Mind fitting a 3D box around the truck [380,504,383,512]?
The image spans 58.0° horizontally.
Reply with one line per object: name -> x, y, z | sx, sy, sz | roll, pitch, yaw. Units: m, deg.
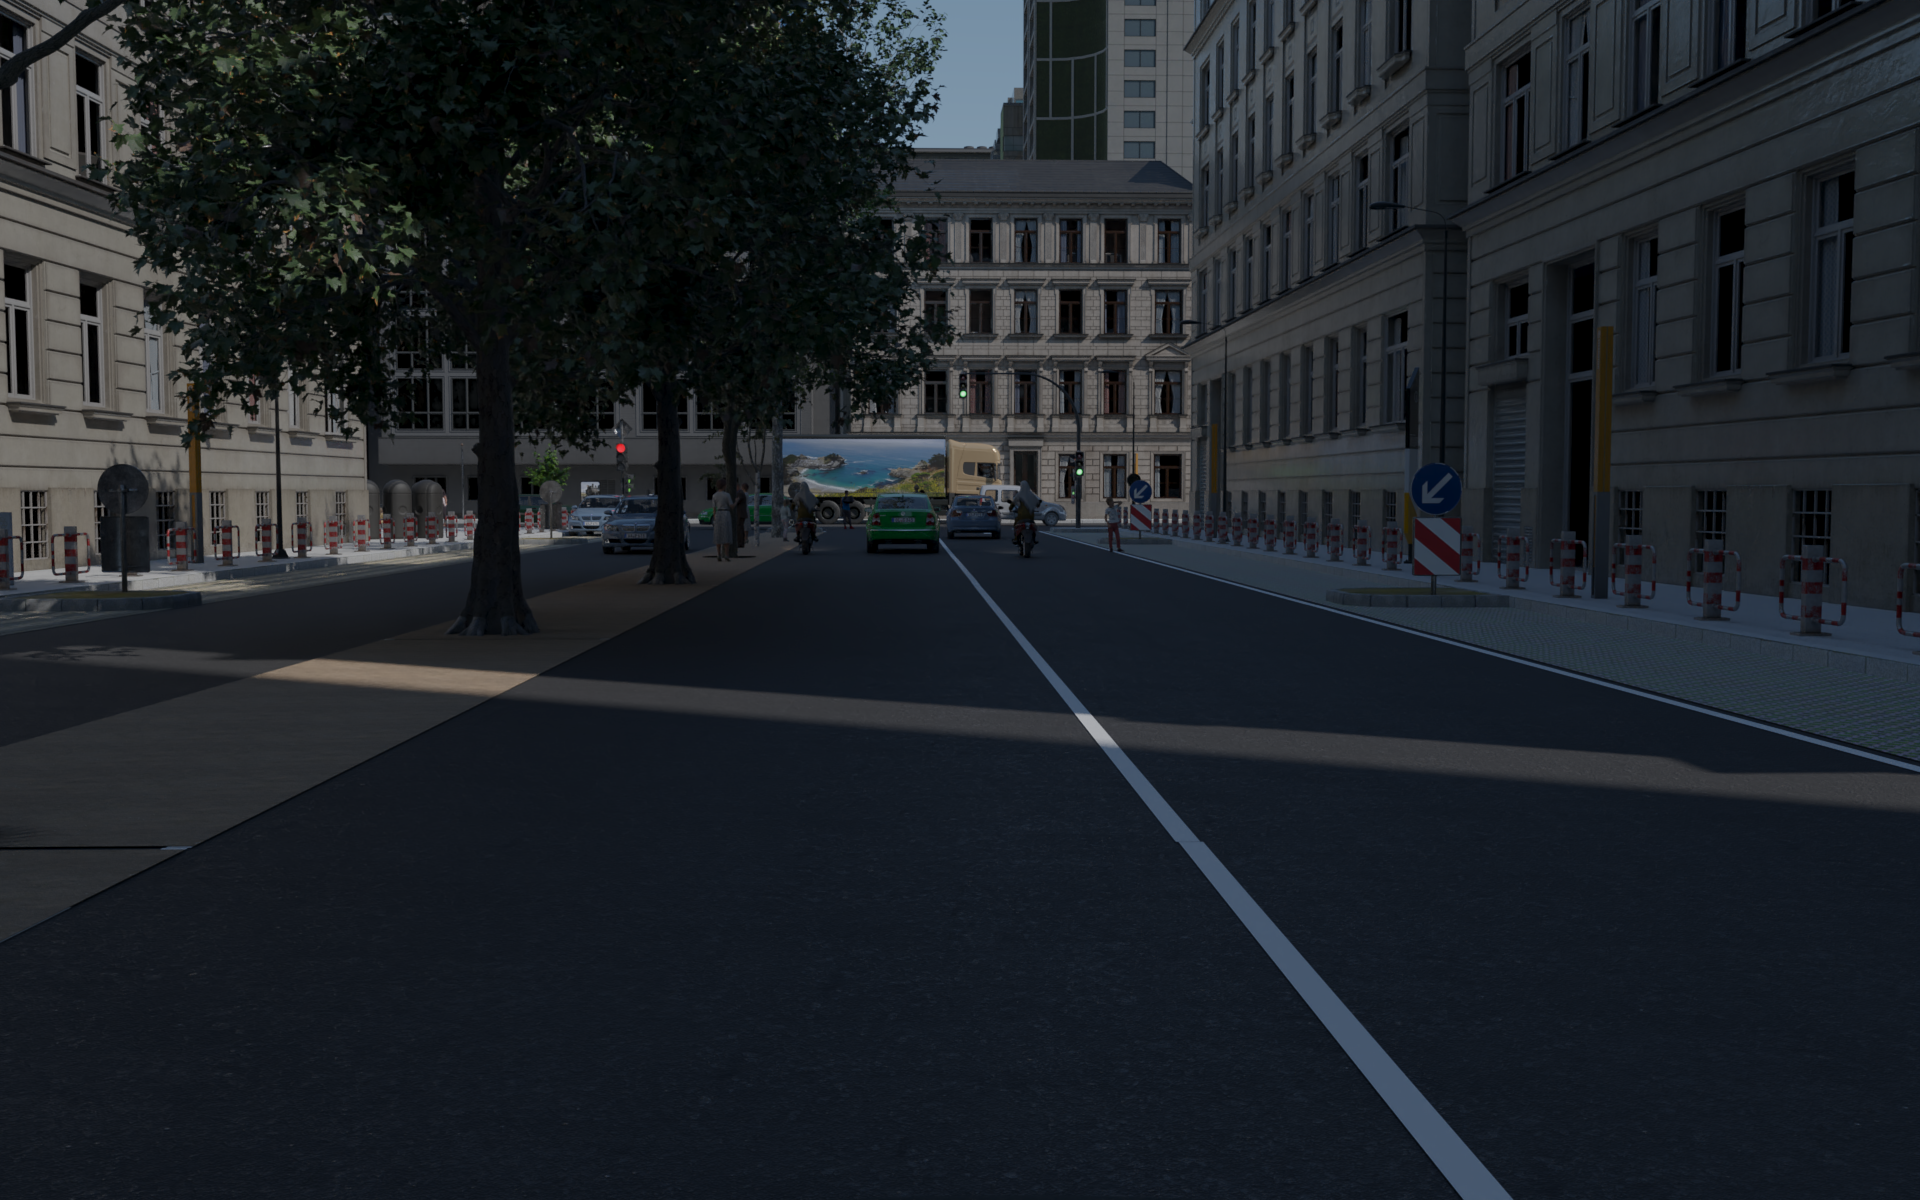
truck -> -34.299, -5.401, 78.069 | 18.799, 4.110, 2.967 | 0, 4, 0

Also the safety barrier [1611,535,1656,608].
safety barrier -> 7.587, -0.321, 19.517 | 0.300, 0.817, 1.120 | 0, 4, -2

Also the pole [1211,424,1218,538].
pole -> 7.415, -3.462, 50.440 | 0.158, 3.312, 0.155 | 0, 3, 0

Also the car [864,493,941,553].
car -> -1.437, -2.120, 43.452 | 1.959, 1.807, 4.718 | 0, 4, -2

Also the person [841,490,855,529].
person -> -4.574, -3.705, 70.950 | 0.647, 1.594, 0.662 | 1, 4, 17

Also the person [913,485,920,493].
person -> -1.532, -3.262, 62.257 | 0.576, 1.772, 0.534 | -1, 4, -15

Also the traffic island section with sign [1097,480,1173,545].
traffic island section with sign -> 4.978, -2.517, 49.777 | 1.989, 1.847, 2.006 | 0, 4, -2

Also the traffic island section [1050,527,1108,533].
traffic island section -> 4.455, -2.619, 65.108 | 2.009, 0.180, 2.903 | 0, 4, -2

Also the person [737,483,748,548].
person -> -5.928, -2.247, 45.929 | 0.600, 1.739, 0.565 | -3, 4, -38

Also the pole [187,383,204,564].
pole -> -14.112, -2.331, 31.961 | 0.158, 3.312, 0.155 | 0, 3, 0

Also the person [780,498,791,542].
person -> -5.215, -2.395, 51.944 | 0.425, 1.301, 0.394 | 2, 4, 28

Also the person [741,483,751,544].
person -> -6.228, -2.470, 49.461 | 0.524, 1.755, 0.480 | 0, 4, 3

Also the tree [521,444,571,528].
tree -> -15.365, -4.314, 65.139 | 1.663, 3.219, 1.824 | 0, 3, 0

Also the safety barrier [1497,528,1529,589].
safety barrier -> 7.457, -0.555, 23.353 | 0.300, 0.817, 1.120 | 0, 4, -2

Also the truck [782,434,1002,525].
truck -> -2.986, -5.730, 82.594 | 11.283, 4.237, 2.839 | 0, 4, -3

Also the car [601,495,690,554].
car -> -7.757, -1.900, 43.074 | 2.014, 1.417, 4.499 | 0, 4, -2

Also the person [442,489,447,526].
person -> -22.952, -4.071, 76.525 | 0.593, 1.643, 0.415 | 0, 4, -3

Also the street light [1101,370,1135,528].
street light -> 5.973, -5.657, 65.032 | 1.470, 5.913, 1.316 | 0, 4, -2

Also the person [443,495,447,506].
person -> -21.709, -3.710, 72.342 | 0.628, 1.438, 0.799 | -1, 4, -22

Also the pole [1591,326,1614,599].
pole -> 7.855, -1.672, 21.179 | 0.158, 3.312, 0.155 | 0, 3, 0

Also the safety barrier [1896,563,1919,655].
safety barrier -> 7.778, 0.031, 13.766 | 0.300, 0.817, 1.120 | 0, 4, -2

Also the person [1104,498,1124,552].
person -> 3.835, -1.868, 42.952 | 0.435, 1.345, 0.340 | -2, 4, -27

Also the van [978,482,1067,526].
van -> 2.793, -4.367, 78.413 | 4.112, 2.044, 2.013 | 0, 4, -2

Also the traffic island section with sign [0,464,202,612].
traffic island section with sign -> -10.817, -0.814, 21.940 | 1.989, 1.847, 2.006 | 0, 4, -2

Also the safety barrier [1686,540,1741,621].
safety barrier -> 7.652, -0.203, 17.602 | 0.300, 0.817, 1.120 | 0, 4, -2

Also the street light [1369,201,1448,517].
street light -> 7.191, -3.373, 27.686 | 1.470, 5.913, 1.316 | 0, 4, -2

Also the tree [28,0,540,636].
tree -> -4.768, -6.001, 17.585 | 9.611, 12.733, 9.660 | 0, 3, 0

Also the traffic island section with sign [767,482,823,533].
traffic island section with sign -> -6.174, -3.477, 64.990 | 2.006, 1.907, 1.989 | 0, 4, -2

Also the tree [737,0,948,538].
tree -> -7.212, -12.148, 56.962 | 12.611, 20.169, 13.585 | 0, 3, 0

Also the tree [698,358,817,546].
tree -> -5.560, -5.772, 47.193 | 4.360, 8.622, 3.978 | 0, 3, 0

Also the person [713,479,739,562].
person -> -4.958, -1.685, 36.615 | 0.480, 1.755, 0.524 | 1, 4, 18

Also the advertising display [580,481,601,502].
advertising display -> -18.158, -4.889, 85.149 | 0.974, 1.923, 0.123 | 0, 4, -3

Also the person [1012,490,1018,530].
person -> 2.254, -3.625, 69.584 | 0.330, 1.601, 0.589 | -1, 4, -18

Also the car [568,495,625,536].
car -> -12.312, -2.929, 59.891 | 2.014, 1.417, 4.499 | 0, 4, -1

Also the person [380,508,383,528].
person -> -24.614, -3.491, 73.497 | 0.347, 0.859, 0.695 | -1, 4, -21

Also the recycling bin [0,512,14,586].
recycling bin -> -13.770, -0.714, 24.226 | 0.722, 1.027, 0.722 | 2, 4, 35

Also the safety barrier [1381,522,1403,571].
safety barrier -> 7.260, -0.907, 29.102 | 0.300, 0.817, 1.120 | 0, 4, -2

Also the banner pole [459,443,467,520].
banner pole -> -24.500, -5.831, 85.358 | 0.401, 3.779, 0.863 | -1, 4, -20

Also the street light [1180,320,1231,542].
street light -> 6.561, -4.515, 46.359 | 1.470, 5.913, 1.316 | 0, 4, -2

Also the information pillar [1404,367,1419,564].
information pillar -> 8.308, -2.477, 31.860 | 0.183, 3.616, 0.504 | 2, 4, 33

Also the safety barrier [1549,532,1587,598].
safety barrier -> 7.521, -0.438, 21.433 | 0.300, 0.817, 1.120 | 0, 4, -2

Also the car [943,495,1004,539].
car -> 0.440, -2.729, 56.623 | 2.014, 1.417, 4.499 | 0, 4, 0

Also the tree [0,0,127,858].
tree -> -4.184, -4.795, 6.607 | 9.928, 11.665, 9.643 | 0, 3, 0

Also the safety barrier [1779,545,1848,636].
safety barrier -> 7.716, -0.086, 15.686 | 0.300, 0.817, 1.120 | 0, 4, -2

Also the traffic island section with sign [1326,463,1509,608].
traffic island section with sign -> 5.889, -0.858, 22.664 | 1.989, 1.847, 2.006 | 0, 4, -2

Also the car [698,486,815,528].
car -> -8.257, -3.760, 70.267 | 4.718, 1.807, 1.959 | 0, 3, 0

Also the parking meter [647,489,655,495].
parking meter -> -15.421, -4.775, 86.490 | 0.372, 1.533, 0.369 | 0, 3, 0

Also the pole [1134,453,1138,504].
pole -> 8.804, -5.684, 86.781 | 0.158, 3.312, 0.155 | 0, 3, 0

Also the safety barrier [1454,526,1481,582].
safety barrier -> 7.392, -0.672, 25.269 | 0.300, 0.817, 1.120 | 0, 4, -2

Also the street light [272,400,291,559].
street light -> -12.962, -3.774, 34.246 | 1.470, 5.913, 1.316 | 0, 4, -2

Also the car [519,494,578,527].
car -> -18.536, -4.088, 76.631 | 4.222, 1.686, 2.009 | 0, 4, -1

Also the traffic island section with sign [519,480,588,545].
traffic island section with sign -> -11.749, -2.504, 49.571 | 1.989, 1.847, 2.006 | 0, 4, -2
